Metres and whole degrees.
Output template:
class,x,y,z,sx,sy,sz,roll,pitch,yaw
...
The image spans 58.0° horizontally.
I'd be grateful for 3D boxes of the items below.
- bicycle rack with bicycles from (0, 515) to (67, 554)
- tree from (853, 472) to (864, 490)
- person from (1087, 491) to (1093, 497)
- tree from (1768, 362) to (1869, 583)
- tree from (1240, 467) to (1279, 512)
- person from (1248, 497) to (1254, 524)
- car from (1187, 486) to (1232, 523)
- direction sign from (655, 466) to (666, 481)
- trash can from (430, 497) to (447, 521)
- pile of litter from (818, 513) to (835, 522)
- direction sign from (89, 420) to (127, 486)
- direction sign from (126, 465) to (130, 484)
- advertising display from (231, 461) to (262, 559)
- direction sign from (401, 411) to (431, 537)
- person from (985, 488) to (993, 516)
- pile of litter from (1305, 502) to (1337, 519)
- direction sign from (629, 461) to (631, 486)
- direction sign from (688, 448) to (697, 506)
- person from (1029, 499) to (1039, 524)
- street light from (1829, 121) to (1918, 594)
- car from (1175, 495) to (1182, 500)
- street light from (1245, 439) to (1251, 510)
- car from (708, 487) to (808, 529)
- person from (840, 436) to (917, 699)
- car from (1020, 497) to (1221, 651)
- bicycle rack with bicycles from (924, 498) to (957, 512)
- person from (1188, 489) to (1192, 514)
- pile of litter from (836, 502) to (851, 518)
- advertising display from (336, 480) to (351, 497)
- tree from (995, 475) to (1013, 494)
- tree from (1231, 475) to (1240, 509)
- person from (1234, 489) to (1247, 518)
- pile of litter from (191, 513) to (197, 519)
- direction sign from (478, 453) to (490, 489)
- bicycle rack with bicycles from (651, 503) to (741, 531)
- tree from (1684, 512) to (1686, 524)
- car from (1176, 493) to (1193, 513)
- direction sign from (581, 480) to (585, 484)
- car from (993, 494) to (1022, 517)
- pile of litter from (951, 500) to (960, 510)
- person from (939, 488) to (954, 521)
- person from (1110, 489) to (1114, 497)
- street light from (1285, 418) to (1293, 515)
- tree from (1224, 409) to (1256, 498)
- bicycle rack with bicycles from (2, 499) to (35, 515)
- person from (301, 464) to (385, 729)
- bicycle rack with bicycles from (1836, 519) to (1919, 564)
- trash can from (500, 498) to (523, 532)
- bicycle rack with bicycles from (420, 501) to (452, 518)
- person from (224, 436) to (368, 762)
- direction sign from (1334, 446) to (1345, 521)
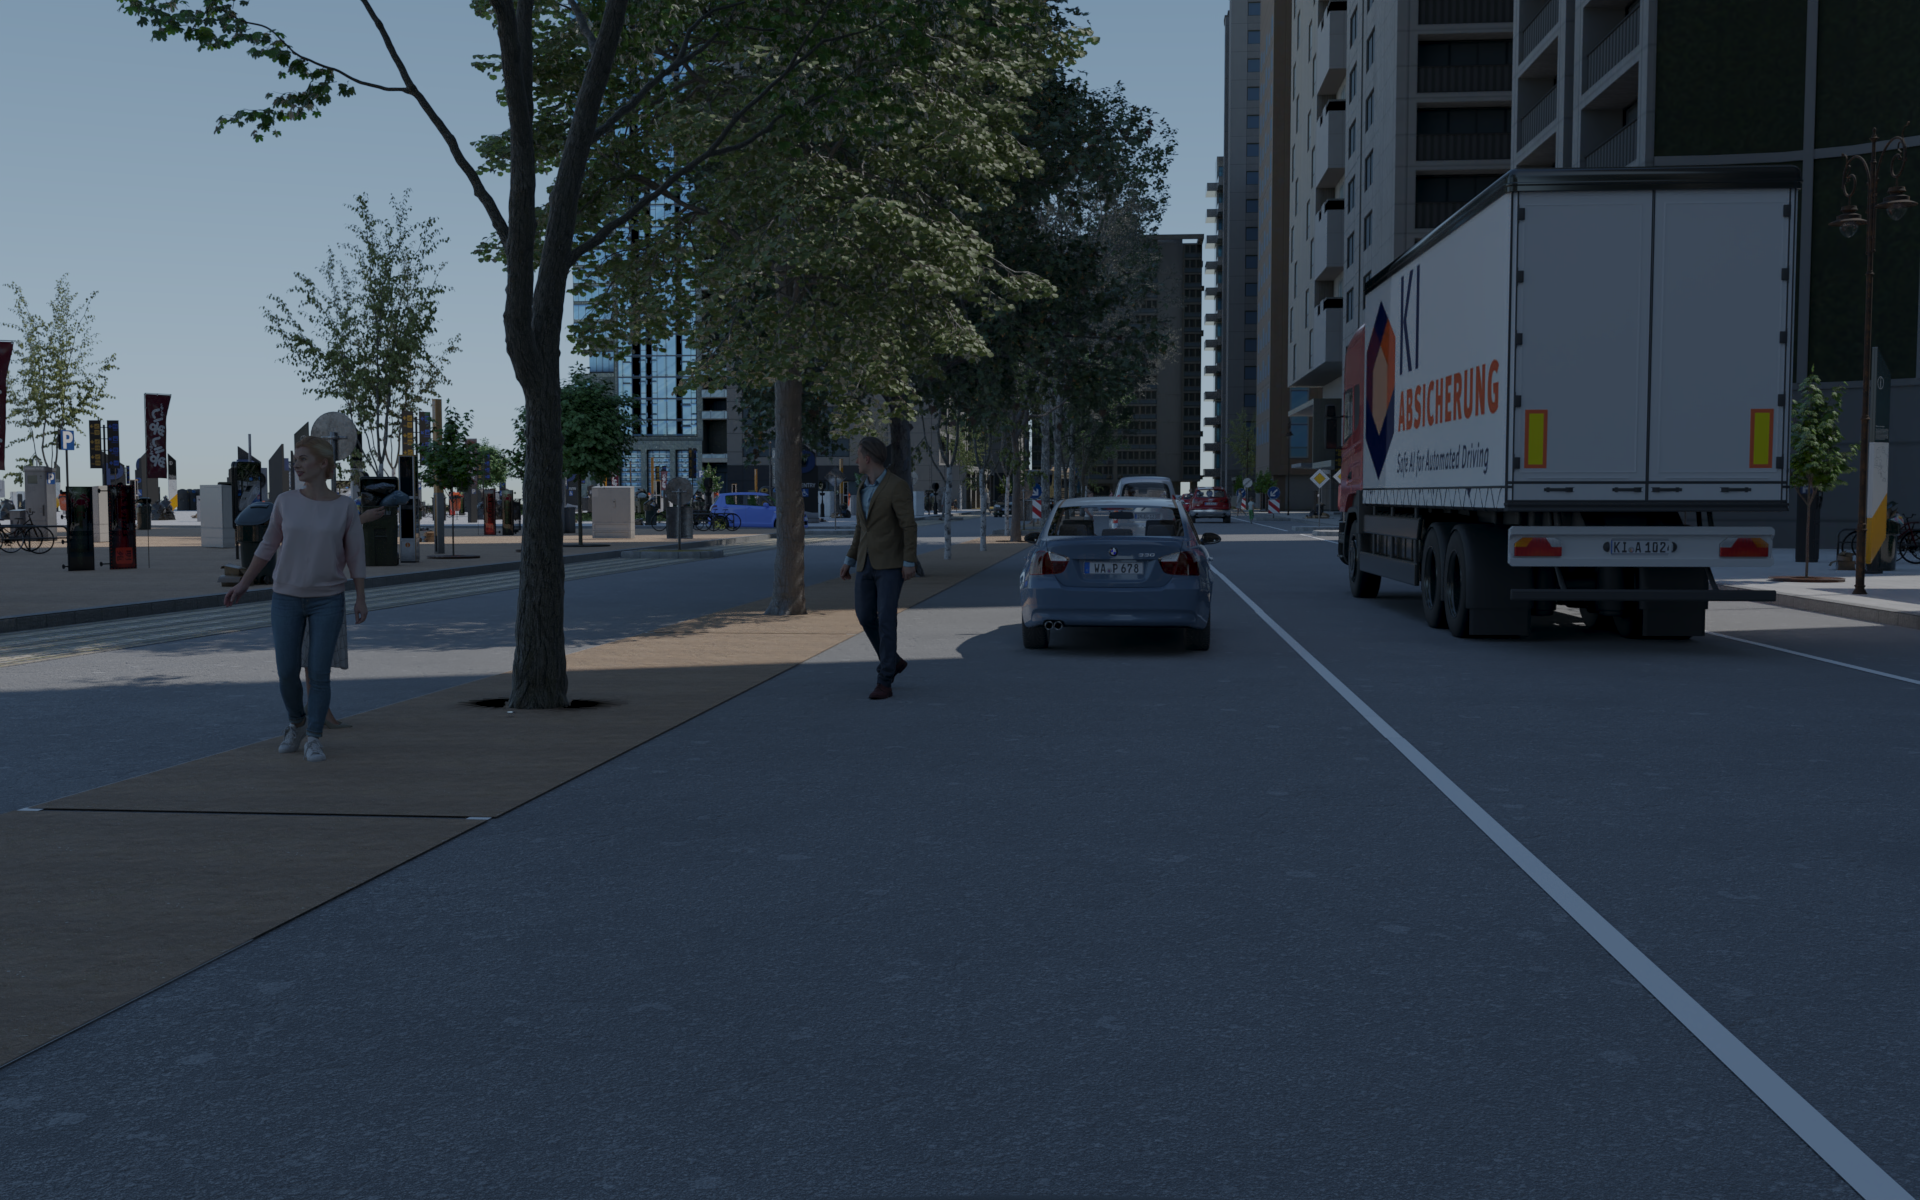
class,x,y,z,sx,sy,sz,roll,pitch,yaw
bicycle rack with bicycles,-20.595,-1.443,36.974,2.852,0.926,2.925,3,4,39
tree,-4.517,-5.636,86.748,1.663,3.219,1.824,0,3,0
person,3.630,-2.292,48.566,0.523,1.515,0.503,-1,4,-13
tree,12.606,-1.888,25.469,1.663,3.219,1.824,0,3,0
tree,22.087,-8.136,127.625,1.663,3.219,1.824,0,3,0
person,14.101,-4.351,83.886,0.306,1.304,0.590,1,4,17
car,12.522,-4.783,86.875,2.281,1.827,5.304,0,4,7
direction sign,-23.841,-8.935,138.077,0.876,3.537,0.379,-1,4,-12
trash can,-23.880,-4.143,79.392,0.748,1.137,0.748,0,3,0
pile of litter,-6.866,-3.998,79.333,1.719,0.858,1.176,3,5,41
direction sign,-26.171,-3.734,53.041,0.876,3.537,0.379,0,4,-5
direction sign,-65.800,-8.845,136.618,0.379,3.537,0.876,1,4,18
advertising display,-14.160,-1.786,34.409,0.123,1.923,0.974,0,4,5
direction sign,-14.873,-3.392,47.457,0.379,3.537,0.876,3,5,41
person,1.759,-6.384,113.053,0.728,1.800,0.709,1,4,9
pile of litter,18.853,-4.693,90.688,1.719,0.858,1.176,2,4,33
direction sign,-22.333,-7.672,117.438,0.379,3.537,0.876,0,4,-5
direction sign,-13.140,-5.696,85.121,0.379,3.537,0.876,1,4,16
person,3.537,-4.529,82.800,0.529,1.795,0.600,3,4,38
street light,11.534,-3.012,22.027,0.468,5.910,1.993,0,4,6
car,16.428,-7.372,132.886,2.083,1.381,4.827,0,4,7
street light,23.545,-10.341,141.866,0.468,5.910,1.993,0,4,6
car,-7.526,-3.370,64.695,3.694,1.707,1.945,0,4,6
person,-0.582,-0.245,12.413,0.656,1.842,0.836,1,4,15
car,1.597,-0.320,17.235,2.014,1.417,4.499,0,4,7
bicycle rack with bicycles,-1.584,-7.925,142.958,2.852,0.926,2.925,0,4,-6
person,16.022,-6.875,121.077,0.590,1.801,0.661,2,4,30
pile of litter,-6.440,-4.780,92.123,1.176,0.858,1.719,3,4,36
advertising display,-28.918,-4.662,81.431,0.974,1.923,0.123,-3,5,-43
tree,4.203,-10.800,171.174,1.663,3.219,1.824,0,3,0
tree,24.505,-9.558,150.875,1.663,3.219,1.824,0,3,0
person,17.039,-5.869,105.210,0.760,1.731,0.466,-1,4,-10
pile of litter,-40.012,-4.734,91.371,1.176,0.858,1.719,0,4,-5
direction sign,-26.064,-6.282,94.706,0.876,3.537,0.379,1,4,19
bicycle rack with bicycles,-8.949,-2.872,60.341,2.925,0.926,2.852,1,4,17
tree,13.198,-2.260,31.560,1.663,3.219,1.824,0,3,0
car,14.622,-6.115,109.021,2.155,1.783,4.494,0,4,6
direction sign,-29.154,-8.615,132.849,0.876,3.537,0.379,-3,5,-40
car,3.104,-6.020,108.214,2.009,1.686,4.222,0,4,7
pile of litter,-0.634,-7.719,140.168,1.176,0.858,1.719,0,4,-4
person,-0.748,-5.127,92.608,0.850,1.792,0.678,1,4,14
person,12.044,-7.922,138.030,0.388,1.821,0.555,0,4,2
street light,19.875,-8.067,104.686,0.468,5.910,1.993,0,4,6
tree,24.469,-12.038,147.186,4.737,8.622,4.395,0,3,0
bicycle rack with bicycles,-66.842,-6.671,122.446,2.852,0.926,2.925,-3,4,-38
person,-3.816,-0.093,10.584,0.524,1.755,0.480,-2,4,-32
bicycle rack with bicycles,17.884,-1.170,32.514,2.925,0.926,2.852,1,4,15
trash can,-15.071,-2.848,58.214,0.748,1.137,0.748,0,3,0
bicycle rack with bicycles,-29.354,-4.939,94.127,2.925,0.926,2.852,3,4,38
person,-3.589,-0.012,9.372,0.731,1.740,0.598,-1,4,-18
direction sign,18.129,-5.501,81.943,0.876,3.537,0.379,-1,4,-10
